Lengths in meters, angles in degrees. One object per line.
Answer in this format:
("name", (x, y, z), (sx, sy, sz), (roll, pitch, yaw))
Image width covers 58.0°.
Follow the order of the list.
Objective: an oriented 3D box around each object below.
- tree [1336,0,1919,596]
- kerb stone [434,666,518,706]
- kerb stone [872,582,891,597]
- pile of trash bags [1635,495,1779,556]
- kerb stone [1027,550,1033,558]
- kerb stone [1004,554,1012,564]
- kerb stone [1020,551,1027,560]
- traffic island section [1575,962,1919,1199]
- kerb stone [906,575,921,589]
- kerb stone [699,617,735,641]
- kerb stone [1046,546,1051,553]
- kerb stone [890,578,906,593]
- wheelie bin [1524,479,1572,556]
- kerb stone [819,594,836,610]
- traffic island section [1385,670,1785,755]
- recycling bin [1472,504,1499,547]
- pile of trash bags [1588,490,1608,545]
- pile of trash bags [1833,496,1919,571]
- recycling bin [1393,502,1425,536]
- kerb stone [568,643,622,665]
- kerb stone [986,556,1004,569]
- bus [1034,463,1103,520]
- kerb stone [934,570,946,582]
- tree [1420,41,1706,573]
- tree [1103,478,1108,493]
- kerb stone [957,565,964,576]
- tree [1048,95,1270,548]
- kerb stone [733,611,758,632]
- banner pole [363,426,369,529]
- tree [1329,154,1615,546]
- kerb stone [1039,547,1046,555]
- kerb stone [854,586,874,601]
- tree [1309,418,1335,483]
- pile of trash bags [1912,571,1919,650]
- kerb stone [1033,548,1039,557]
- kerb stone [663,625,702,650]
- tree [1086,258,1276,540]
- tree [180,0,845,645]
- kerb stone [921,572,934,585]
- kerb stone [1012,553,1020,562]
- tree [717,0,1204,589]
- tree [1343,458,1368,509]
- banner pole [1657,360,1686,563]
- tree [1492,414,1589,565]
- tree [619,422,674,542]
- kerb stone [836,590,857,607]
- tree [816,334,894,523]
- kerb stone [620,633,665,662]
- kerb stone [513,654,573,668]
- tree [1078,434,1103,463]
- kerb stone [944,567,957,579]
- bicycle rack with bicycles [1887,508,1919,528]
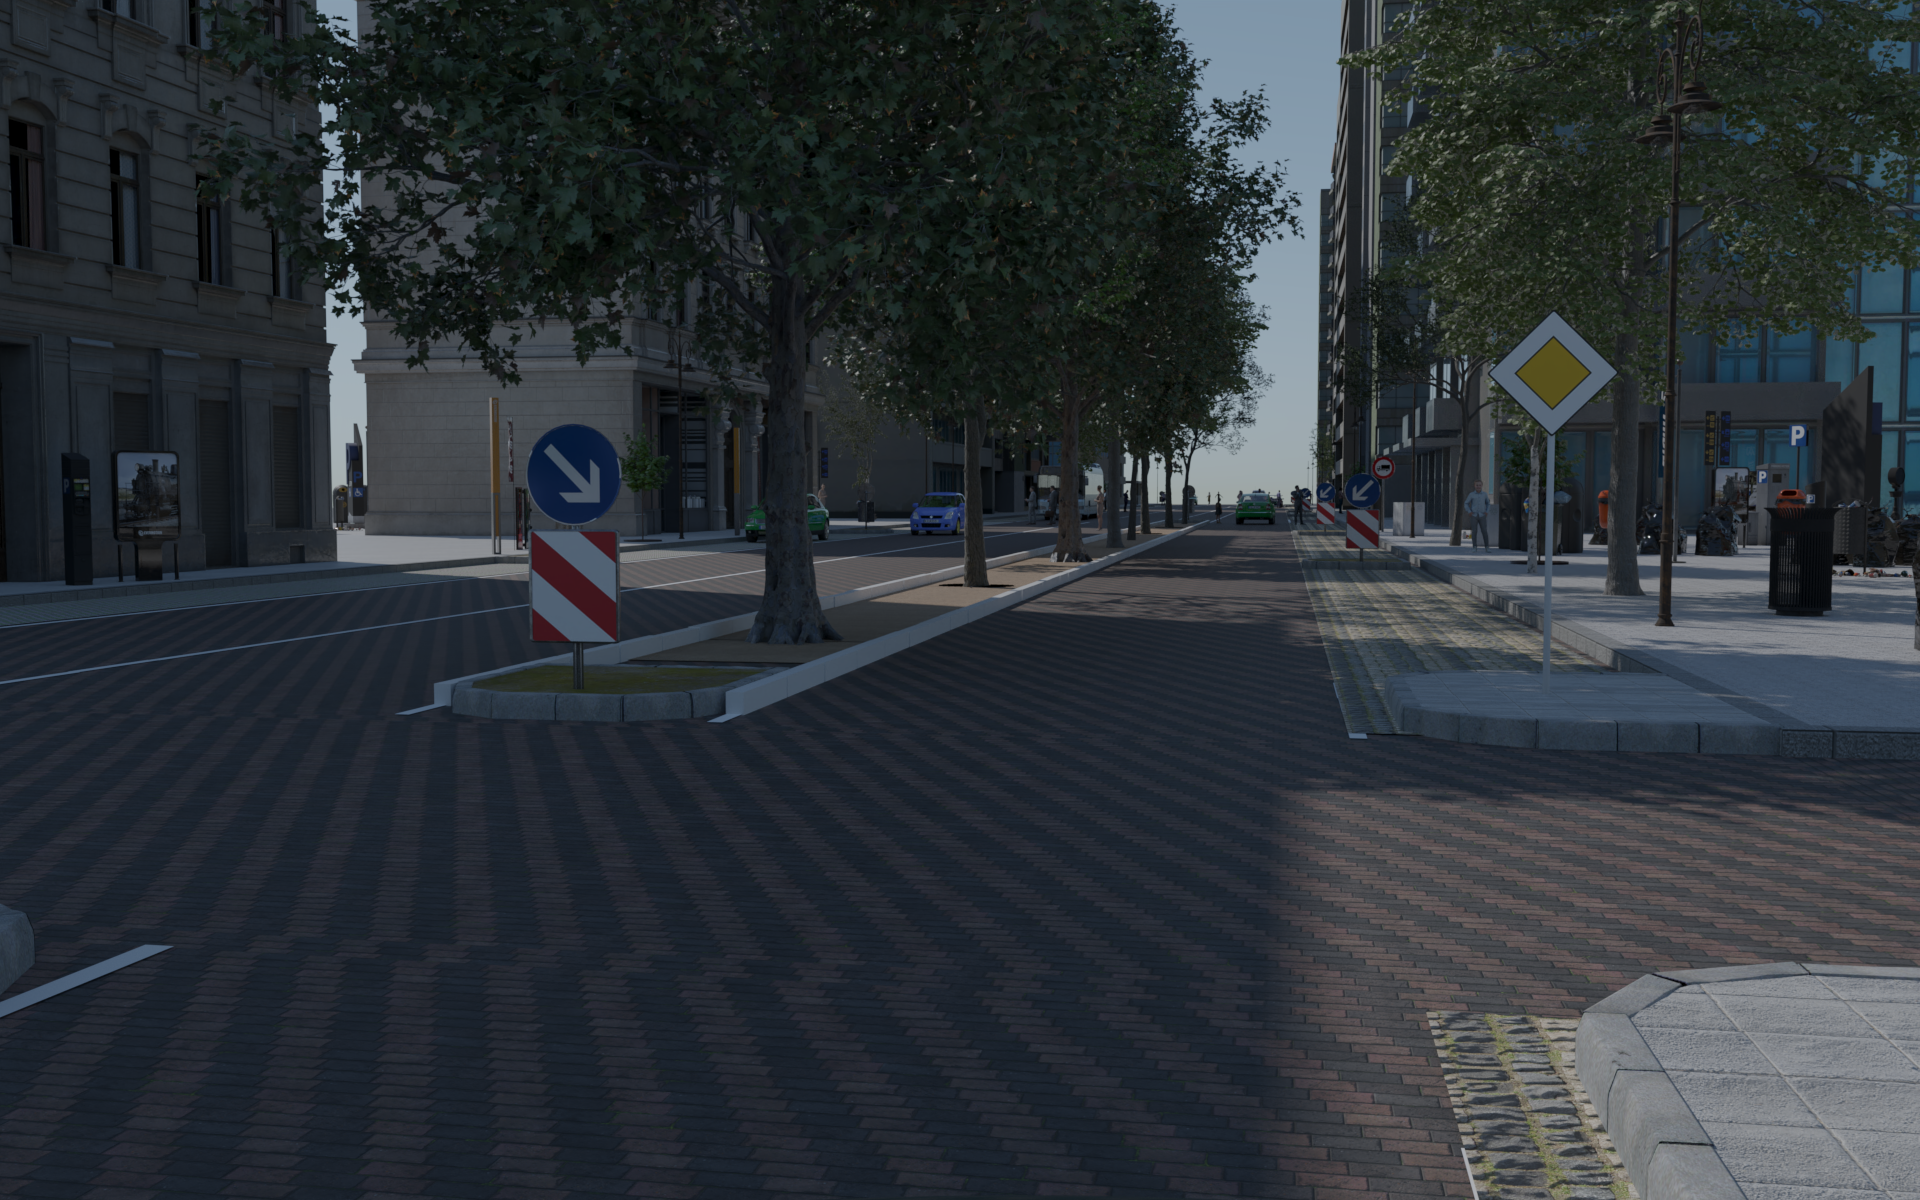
("tree", (8.436, -6.305, 21.210), (7.486, 12.596, 7.792), (0, 3, 0))
("kerb stone", (-3.408, 0.611, 12.200), (0.120, 0.150, 1.000), (1, 4, 10))
("kerb stone", (-1.176, -0.128, 24.293), (0.120, 0.150, 1.000), (1, 4, 10))
("pile of trash bags", (16.008, -1.629, 36.393), (1.912, 1.369, 3.447), (-3, 5, -45))
("kerb stone", (1.442, -0.990, 38.386), (0.120, 0.150, 1.000), (1, 4, 10))
("kerb stone", (0.882, -0.805, 35.363), (0.120, 0.150, 1.000), (1, 4, 10))
("kerb stone", (1.249, -0.929, 37.381), (0.120, 0.150, 1.000), (1, 4, 10))
("traffic island section", (2.346, 1.164, 3.251), (2.009, 0.180, 2.903), (1, 4, 10))
("kerb stone", (-0.798, -0.252, 26.308), (0.120, 0.150, 1.000), (1, 4, 10))
("kerb stone", (-2.479, 0.305, 17.245), (0.120, 0.150, 1.000), (1, 4, 10))
("kerb stone", (2.001, -1.175, 41.411), (0.120, 0.150, 1.000), (1, 4, 10))
("kerb stone", (-0.990, -0.190, 25.298), (0.120, 0.150, 1.000), (1, 4, 10))
("wheelie bin", (12.269, -1.732, 36.230), (0.980, 1.594, 0.693), (2, 4, 28))
("kerb stone", (-1.736, 0.056, 21.276), (0.120, 0.150, 1.000), (1, 4, 10))
("traffic island section", (3.801, 0.684, 11.103), (2.009, 0.180, 2.903), (1, 4, 10))
("recycling bin", (13.005, -1.826, 42.412), (0.722, 1.027, 0.722), (2, 4, 33))
("pile of trash bags", (16.690, -2.058, 43.408), (1.912, 1.369, 3.447), (3, 4, 37))
("pile of trash bags", (16.984, -1.327, 31.441), (3.447, 1.369, 1.912), (-1, 4, -21))
("recycling bin", (13.750, -2.478, 53.073), (0.722, 1.027, 0.722), (-1, 4, -13))
("kerb stone", (-3.042, 0.488, 14.221), (0.120, 0.150, 1.000), (1, 4, 10))
("kerb stone", (0.695, -0.741, 34.354), (0.120, 0.150, 1.000), (1, 4, 10))
("bus", (6.383, -6.374, 99.072), (2.948, 3.499, 13.247), (1, 4, 9))
("kerb stone", (-0.427, -0.364, 28.320), (0.120, 0.150, 1.000), (1, 4, 10))
("tree", (9.512, -4.737, 27.806), (4.360, 8.622, 3.978), (0, 3, 0))
("tree", (13.786, -10.757, 170.471), (1.663, 3.219, 1.824), (0, 3, 0))
("kerb stone", (-0.056, -0.497, 30.329), (0.120, 0.150, 1.000), (1, 4, 10))
("tree", (4.116, -7.617, 45.116), (7.486, 12.596, 7.792), (0, 3, 0))
("kerb stone", (-2.298, 0.246, 18.251), (0.120, 0.150, 1.000), (1, 4, 10))
("banner pole", (-21.566, -4.472, 63.135), (0.401, 3.779, 0.863), (-2, 4, -23))
("tree", (12.570, -6.606, 42.414), (7.601, 10.594, 8.767), (1, 4, 23))
("kerb stone", (1.813, -1.114, 40.406), (0.120, 0.150, 1.000), (1, 4, 10))
("kerb stone", (-1.365, -0.067, 23.286), (0.120, 0.150, 1.000), (1, 4, 10))
("tree", (35.701, -13.339, 168.455), (4.737, 8.622, 4.395), (0, 3, 0))
("pile of trash bags", (8.727, -0.253, 13.890), (1.912, 1.369, 3.447), (2, 4, 30))
("kerb stone", (1.617, -1.052, 39.396), (0.120, 0.150, 1.000), (1, 4, 10))
("kerb stone", (-2.668, 0.375, 16.241), (0.120, 0.150, 1.000), (1, 4, 10))
("tree", (5.199, -7.087, 52.735), (8.767, 10.594, 7.601), (1, 4, 10))
("tree", (-1.679, -5.926, 16.363), (9.611, 12.733, 9.660), (0, 3, 0))
("kerb stone", (-0.614, -0.313, 27.314), (0.120, 0.150, 1.000), (1, 4, 10))
("kerb stone", (1.064, -0.865, 36.370), (0.120, 0.150, 1.000), (1, 4, 10))
("tree", (0.156, -6.005, 26.402), (9.928, 11.665, 9.643), (0, 3, 0))
("tree", (21.475, -6.020, 93.022), (1.663, 3.219, 1.824), (0, 3, 0))
("banner pole", (13.267, -2.589, 32.346), (0.401, 3.779, 0.863), (-1, 4, -9))
("tree", (10.763, -2.271, 31.740), (1.663, 3.219, 1.824), (0, 3, 0))
("tree", (-8.505, -3.180, 46.594), (1.663, 3.219, 1.824), (0, 3, 0))
("kerb stone", (-1.539, 0.002, 22.279), (0.120, 0.150, 1.000), (1, 4, 10))
("tree", (-4.337, -7.728, 76.721), (4.360, 8.622, 3.978), (0, 3, 0))
("kerb stone", (-2.851, 0.426, 15.230), (0.120, 0.150, 1.000), (1, 4, 10))
("kerb stone", (-3.234, 0.549, 13.214), (0.120, 0.150, 1.000), (1, 4, 10))
("tree", (11.829, -12.929, 161.752), (4.360, 8.622, 3.978), (0, 3, 0))
("kerb stone", (-0.239, -0.436, 29.324), (0.120, 0.150, 1.000), (1, 4, 10))
("bicycle rack with bicycles", (24.447, -1.944, 45.172), (2.925, 0.926, 2.852), (3, 5, 42))
